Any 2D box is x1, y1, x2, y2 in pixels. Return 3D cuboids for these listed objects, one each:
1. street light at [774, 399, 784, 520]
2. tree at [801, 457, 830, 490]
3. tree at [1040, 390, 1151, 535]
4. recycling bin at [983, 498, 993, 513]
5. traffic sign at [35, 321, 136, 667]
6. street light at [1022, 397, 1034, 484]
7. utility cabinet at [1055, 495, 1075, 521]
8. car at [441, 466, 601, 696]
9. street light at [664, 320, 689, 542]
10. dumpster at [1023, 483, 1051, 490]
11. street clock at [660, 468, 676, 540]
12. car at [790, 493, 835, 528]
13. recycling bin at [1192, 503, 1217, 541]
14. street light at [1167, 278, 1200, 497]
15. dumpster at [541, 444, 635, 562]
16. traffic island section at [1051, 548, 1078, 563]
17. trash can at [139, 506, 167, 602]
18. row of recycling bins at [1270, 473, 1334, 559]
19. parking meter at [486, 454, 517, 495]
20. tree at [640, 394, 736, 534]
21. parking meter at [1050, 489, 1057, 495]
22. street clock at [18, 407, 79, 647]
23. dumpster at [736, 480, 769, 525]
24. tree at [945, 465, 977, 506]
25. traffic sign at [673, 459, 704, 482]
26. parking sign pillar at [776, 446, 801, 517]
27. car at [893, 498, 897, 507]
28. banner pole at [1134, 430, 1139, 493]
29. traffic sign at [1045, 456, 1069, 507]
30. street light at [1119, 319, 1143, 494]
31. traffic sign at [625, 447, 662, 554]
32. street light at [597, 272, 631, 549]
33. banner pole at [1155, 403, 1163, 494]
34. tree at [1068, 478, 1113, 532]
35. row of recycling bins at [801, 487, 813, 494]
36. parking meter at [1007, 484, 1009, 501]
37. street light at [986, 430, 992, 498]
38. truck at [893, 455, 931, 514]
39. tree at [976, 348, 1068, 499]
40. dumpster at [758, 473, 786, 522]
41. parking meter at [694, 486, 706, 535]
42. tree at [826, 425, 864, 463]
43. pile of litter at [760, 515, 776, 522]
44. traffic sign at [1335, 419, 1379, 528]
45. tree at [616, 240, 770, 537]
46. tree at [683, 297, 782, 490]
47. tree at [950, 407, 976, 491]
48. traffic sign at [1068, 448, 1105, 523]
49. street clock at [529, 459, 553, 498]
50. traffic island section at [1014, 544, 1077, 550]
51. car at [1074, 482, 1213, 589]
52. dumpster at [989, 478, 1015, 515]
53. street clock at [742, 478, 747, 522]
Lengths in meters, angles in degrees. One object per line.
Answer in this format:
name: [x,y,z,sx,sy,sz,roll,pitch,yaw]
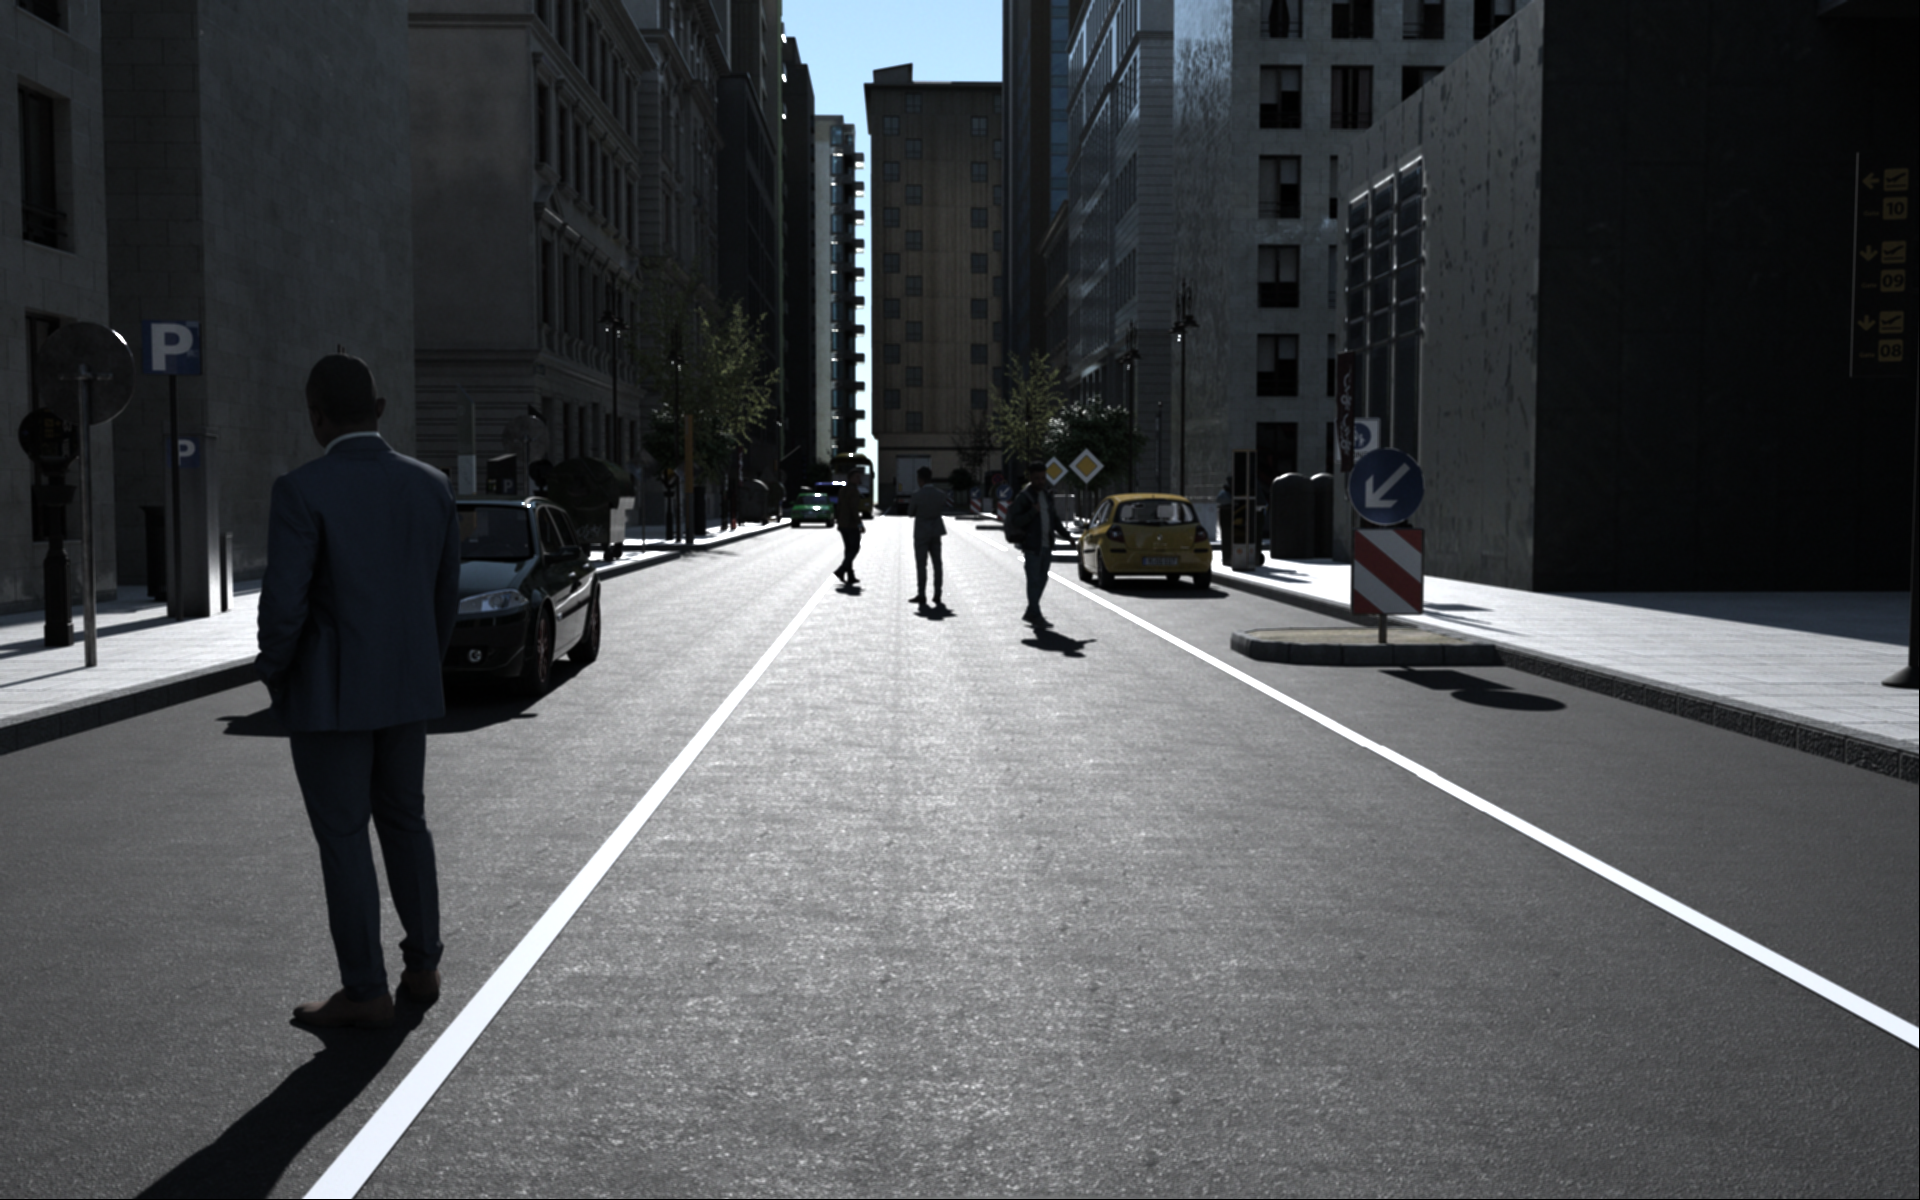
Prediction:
street light: [-8.807,-6.838,84.595,0.468,5.910,1.993,0,4,-2]
tree: [-12.243,-10.260,151.465,4.285,4.588,4.351,0,3,0]
tree: [4.312,-4.343,54.724,4.285,4.588,4.351,0,3,0]
recycling bin: [1.891,-6.322,115.913,0.722,1.027,0.722,0,4,1]
traffic sign: [-6.471,-0.778,12.820,0.768,2.556,0.104,0,4,3]
street light: [3.230,-6.735,82.899,0.468,5.910,1.993,0,4,-2]
utility cabinet: [4.926,-4.345,82.207,1.020,1.237,0.306,-1,4,-21]
car: [-3.882,-0.225,13.467,2.009,1.686,4.222,0,4,-4]
street light: [-7.536,-4.489,46.177,0.468,5.910,1.993,0,4,-2]
dumpster: [3.534,-4.498,79.300,1.264,1.857,1.865,0,4,-2]
street clock: [-8.108,-2.674,48.296,0.471,2.002,0.358,-1,4,-14]
car: [-6.420,-4.087,75.619,1.959,1.807,4.718,0,4,-2]
recycling bin: [6.647,-2.162,47.906,0.722,1.027,0.722,-1,4,-12]
street light: [4.787,-3.940,37.201,0.468,5.910,1.993,0,4,-2]
dumpster: [-7.161,-1.888,33.369,1.502,2.255,1.985,0,4,-2]
traffic island section: [2.757,-0.938,37.610,2.009,0.180,2.903,0,4,-2]
trash can: [-9.447,-0.561,20.821,0.748,1.137,0.748,0,3,0]
row of recycling bins: [7.688,-1.719,35.216,3.534,1.692,1.069,-3,5,-39]
parking meter: [-6.692,-1.199,25.317,0.255,1.863,0.399,3,4,36]
tree: [-8.875,-4.441,56.329,4.285,4.588,4.351,0,3,0]
parking meter: [4.580,-4.668,84.727,0.372,1.533,0.369,0,3,0]
street clock: [-7.611,-0.612,14.576,0.471,2.002,0.358,-1,4,-15]
dumpster: [-8.540,-4.009,71.313,1.264,1.857,1.865,0,4,-2]
tree: [0.058,-12.427,186.902,4.285,4.588,4.351,0,3,0]
traffic sign: [-7.078,-2.542,45.209,0.795,2.450,0.064,0,4,-2]
parking sign pillar: [-9.563,-6.627,96.818,1.447,3.967,1.447,-2,4,-34]
car: [-6.434,-11.080,193.164,2.014,1.417,4.499,0,4,-4]
banner pole: [6.900,-4.746,67.612,0.401,3.779,0.863,1,4,19]
traffic sign: [2.462,-2.561,45.513,0.795,2.450,0.064,0,4,-2]
street light: [4.520,-4.469,45.860,0.468,5.910,1.993,0,4,-2]
traffic sign: [-6.806,-2.054,37.229,0.795,2.450,0.064,0,4,-2]
street light: [-7.233,-3.886,36.317,0.468,5.910,1.993,0,4,-2]
banner pole: [5.436,-3.515,47.489,0.401,3.779,0.863,1,4,18]
tree: [4.502,-3.896,58.299,1.663,3.219,1.824,0,3,0]
row of recycling bins: [-9.503,-5.985,104.969,1.069,1.692,3.534,0,4,1]
parking meter: [2.696,-5.899,102.167,0.255,1.863,0.399,-2,4,-28]
street light: [1.993,-9.008,120.065,0.468,5.910,1.993,0,4,-2]
truck: [-3.512,-8.532,128.409,2.839,4.237,11.283,0,4,-2]
tree: [3.389,-8.336,86.649,4.360,8.622,3.978,0,3,0]
dumpster: [-8.732,-4.678,78.972,1.502,2.255,1.985,0,4,-2]
parking meter: [-8.084,-2.777,53.812,0.372,1.533,0.369,0,3,0]
tree: [-12.179,-14.236,183.125,4.360,8.622,3.978,0,3,0]
pile of litter: [-9.129,-4.111,81.179,1.176,0.858,1.719,1,4,10]
traffic sign: [5.326,-1.295,23.303,0.606,2.300,0.079,0,4,3]
tree: [-8.051,-6.154,50.985,4.737,8.622,4.395,0,3,0]
tree: [-8.862,-7.046,65.558,4.360,8.622,3.978,0,3,0]
tree: [1.367,-11.720,141.980,4.360,8.622,3.978,0,3,0]
traffic sign: [2.734,-2.073,37.532,0.795,2.450,0.064,0,4,-2]
street clock: [-8.600,-1.898,35.598,0.358,2.002,0.471,3,5,41]
traffic island section: [2.485,-1.426,45.591,2.009,0.180,2.903,0,4,-2]
car: [2.880,-1.065,27.637,2.015,1.641,3.980,0,4,-3]
dumpster: [2.560,-6.300,105.503,1.502,2.255,1.985,0,4,-2]
street clock: [-9.771,-4.535,78.723,0.358,2.002,0.471,-1,4,-9]
